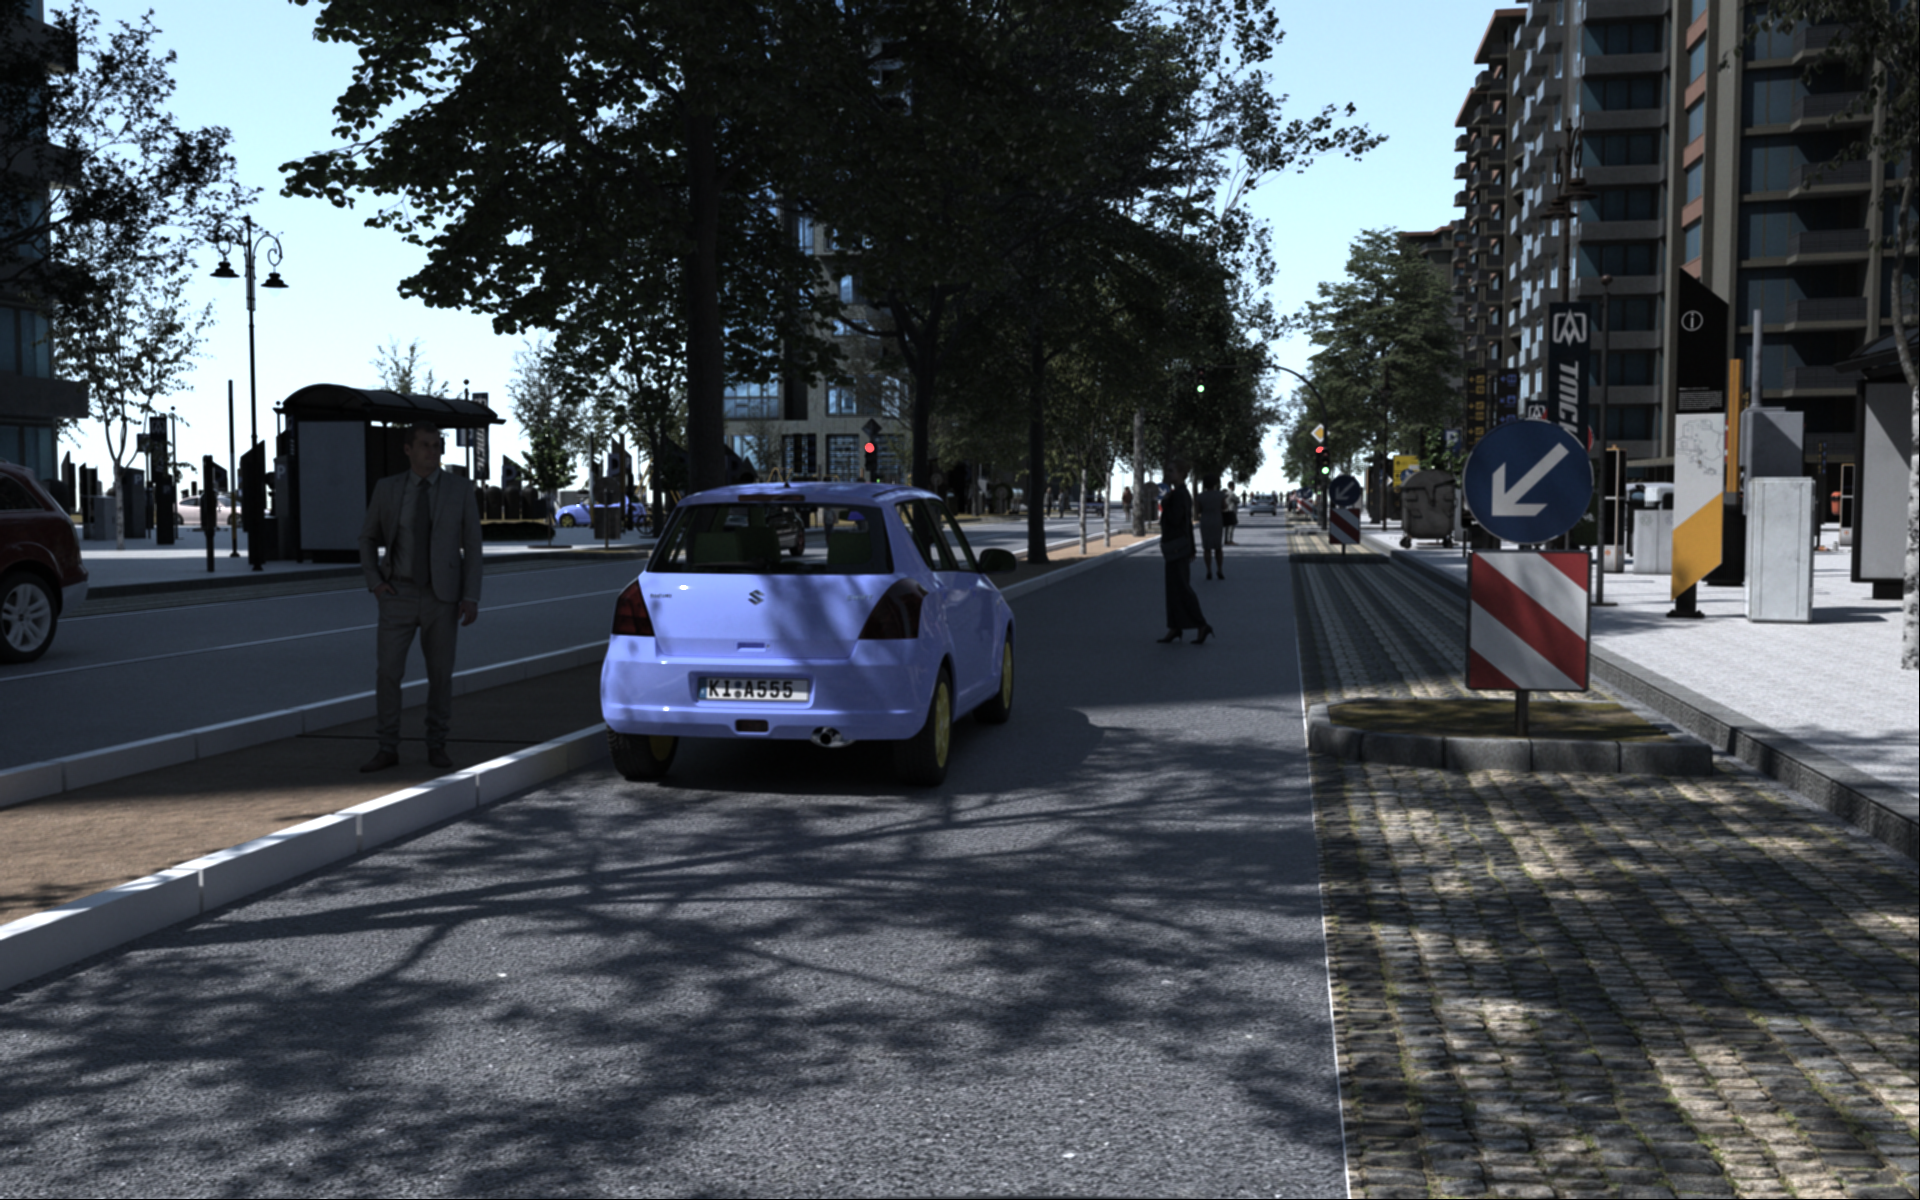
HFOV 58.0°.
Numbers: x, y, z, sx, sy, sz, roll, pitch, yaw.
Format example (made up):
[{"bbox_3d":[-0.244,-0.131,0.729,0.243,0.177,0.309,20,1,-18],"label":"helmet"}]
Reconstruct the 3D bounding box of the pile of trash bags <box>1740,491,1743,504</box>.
[{"bbox_3d":[21.648,-2.489,50.444,3.447,1.369,1.912,-2,4,-25],"label":"pile of trash bags"}]

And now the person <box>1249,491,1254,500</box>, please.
[{"bbox_3d":[38.899,-13.587,230.587,1.348,1.831,0.705,-3,4,-37],"label":"person"}]

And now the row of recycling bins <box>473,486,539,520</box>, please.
[{"bbox_3d":[-22.937,-4.886,86.994,3.534,1.692,1.069,-2,4,-26],"label":"row of recycling bins"}]

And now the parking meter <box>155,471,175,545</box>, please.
[{"bbox_3d":[-20.242,-2.348,44.108,0.255,1.863,0.399,3,4,37],"label":"parking meter"}]

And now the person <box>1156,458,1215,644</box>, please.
[{"bbox_3d":[2.152,-0.474,16.677,0.534,1.772,0.576,0,4,-7],"label":"person"}]

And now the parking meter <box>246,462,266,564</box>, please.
[{"bbox_3d":[-12.898,-1.592,31.733,0.255,1.863,0.399,-1,4,-14],"label":"parking meter"}]

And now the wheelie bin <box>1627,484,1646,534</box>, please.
[{"bbox_3d":[21.874,-2.927,55.764,0.693,1.594,0.980,0,4,1],"label":"wheelie bin"}]

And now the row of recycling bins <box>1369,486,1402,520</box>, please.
[{"bbox_3d":[22.546,-5.177,91.758,1.069,1.692,3.534,0,4,-1],"label":"row of recycling bins"}]

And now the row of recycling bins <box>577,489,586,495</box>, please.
[{"bbox_3d":[-33.137,-8.865,152.058,1.069,1.692,3.534,-1,4,-19],"label":"row of recycling bins"}]

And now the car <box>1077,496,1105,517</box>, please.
[{"bbox_3d":[8.452,-5.937,109.651,1.945,1.354,3.894,1,4,9],"label":"car"}]

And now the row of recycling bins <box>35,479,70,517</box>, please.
[{"bbox_3d":[-24.534,-2.335,45.295,1.069,1.692,3.534,0,4,2],"label":"row of recycling bins"}]

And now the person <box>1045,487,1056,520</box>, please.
[{"bbox_3d":[5.067,-5.410,97.130,0.709,1.800,0.728,-1,4,-14],"label":"person"}]

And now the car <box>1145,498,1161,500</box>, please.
[{"bbox_3d":[10.333,-5.161,93.178,1.959,1.807,4.718,1,4,11],"label":"car"}]

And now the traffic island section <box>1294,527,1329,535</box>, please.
[{"bbox_3d":[12.835,-2.366,60.963,2.009,0.180,2.903,1,4,11],"label":"traffic island section"}]

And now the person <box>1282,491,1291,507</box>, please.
[{"bbox_3d":[32.211,-9.848,170.233,1.217,1.735,0.721,0,4,1],"label":"person"}]

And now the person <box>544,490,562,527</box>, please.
[{"bbox_3d":[-16.096,-3.637,68.639,0.598,1.740,0.731,3,5,43],"label":"person"}]

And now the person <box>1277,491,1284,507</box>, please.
[{"bbox_3d":[36.330,-11.407,195.726,1.217,1.735,0.721,-1,4,-13],"label":"person"}]

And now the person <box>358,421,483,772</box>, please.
[{"bbox_3d":[-2.825,-0.029,9.066,0.635,1.810,0.391,-1,4,-19],"label":"person"}]

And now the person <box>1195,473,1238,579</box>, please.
[{"bbox_3d":[4.317,-1.240,29.136,0.716,1.782,0.532,0,4,8],"label":"person"}]

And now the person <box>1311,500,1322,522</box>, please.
[{"bbox_3d":[18.458,-4.594,89.114,0.738,1.151,1.012,2,4,24],"label":"person"}]

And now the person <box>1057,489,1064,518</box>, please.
[{"bbox_3d":[6.070,-5.872,105.077,0.524,1.755,0.480,2,4,26],"label":"person"}]

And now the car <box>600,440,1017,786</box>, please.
[{"bbox_3d":[-0.688,-0.019,9.907,1.945,1.707,3.694,1,4,9],"label":"car"}]

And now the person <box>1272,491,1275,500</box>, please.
[{"bbox_3d":[30.728,-9.893,170.776,0.750,1.759,0.617,1,4,17],"label":"person"}]

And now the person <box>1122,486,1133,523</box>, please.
[{"bbox_3d":[8.441,-4.824,87.352,0.573,1.828,0.580,0,4,4],"label":"person"}]

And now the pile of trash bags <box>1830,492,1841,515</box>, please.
[{"bbox_3d":[50.777,-5.553,100.547,1.912,1.369,3.447,-2,4,-26],"label":"pile of trash bags"}]

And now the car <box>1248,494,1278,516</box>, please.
[{"bbox_3d":[20.198,-6.325,115.421,2.014,1.417,4.499,1,4,10],"label":"car"}]

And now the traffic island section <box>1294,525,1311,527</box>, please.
[{"bbox_3d":[14.298,-2.846,68.813,2.009,0.180,2.903,1,4,11],"label":"traffic island section"}]

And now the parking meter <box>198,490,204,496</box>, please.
[{"bbox_3d":[-44.688,-5.732,102.123,0.372,1.533,0.369,0,3,0],"label":"parking meter"}]

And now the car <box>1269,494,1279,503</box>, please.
[{"bbox_3d":[47.920,-15.539,265.867,2.131,1.459,4.920,1,4,9],"label":"car"}]

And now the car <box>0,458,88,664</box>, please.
[{"bbox_3d":[-9.177,-0.288,13.388,2.281,1.827,5.304,1,4,11],"label":"car"}]

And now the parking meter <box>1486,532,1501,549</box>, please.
[{"bbox_3d":[11.333,-1.905,36.866,0.399,1.863,0.255,2,4,32],"label":"parking meter"}]

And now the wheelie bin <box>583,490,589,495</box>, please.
[{"bbox_3d":[-31.167,-8.393,145.134,0.980,1.594,0.693,-2,4,-23],"label":"wheelie bin"}]

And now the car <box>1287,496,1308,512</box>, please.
[{"bbox_3d":[27.552,-7.842,140.792,1.945,1.354,3.894,1,4,11],"label":"car"}]

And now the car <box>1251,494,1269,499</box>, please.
[{"bbox_3d":[28.679,-9.316,164.112,2.131,1.459,4.920,1,4,9],"label":"car"}]

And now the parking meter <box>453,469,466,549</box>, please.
[{"bbox_3d":[-11.723,-2.134,40.597,0.399,1.863,0.255,1,4,23],"label":"parking meter"}]

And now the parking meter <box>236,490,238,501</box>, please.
[{"bbox_3d":[-40.179,-5.393,96.592,0.372,1.533,0.369,0,3,0],"label":"parking meter"}]

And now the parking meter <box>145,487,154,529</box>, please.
[{"bbox_3d":[-29.781,-3.371,63.532,0.372,1.533,0.369,0,3,0],"label":"parking meter"}]

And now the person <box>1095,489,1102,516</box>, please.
[{"bbox_3d":[9.192,-6.474,114.898,0.519,1.759,0.362,-3,5,-42],"label":"person"}]

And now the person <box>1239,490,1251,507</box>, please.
[{"bbox_3d":[30.459,-10.844,185.424,1.348,1.869,0.705,-1,4,-8],"label":"person"}]

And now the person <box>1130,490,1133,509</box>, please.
[{"bbox_3d":[15.780,-9.314,160.654,0.709,1.838,0.599,0,4,-1],"label":"person"}]

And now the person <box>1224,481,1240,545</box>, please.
[{"bbox_3d":[7.717,-2.462,48.932,0.466,1.800,0.511,-2,4,-29],"label":"person"}]

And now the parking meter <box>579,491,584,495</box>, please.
[{"bbox_3d":[-27.724,-7.246,126.876,0.372,1.533,0.369,0,3,0],"label":"parking meter"}]

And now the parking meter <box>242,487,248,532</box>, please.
[{"bbox_3d":[-24.152,-3.080,58.770,0.372,1.533,0.369,0,3,0],"label":"parking meter"}]

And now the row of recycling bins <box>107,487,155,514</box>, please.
[{"bbox_3d":[-50.187,-5.972,104.757,1.069,1.692,3.534,1,4,13],"label":"row of recycling bins"}]

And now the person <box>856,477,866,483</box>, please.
[{"bbox_3d":[-2.122,-1.692,36.509,0.624,1.780,0.694,1,4,11],"label":"person"}]

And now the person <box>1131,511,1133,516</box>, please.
[{"bbox_3d":[11.876,-6.520,115.326,0.699,1.804,1.509,3,4,39],"label":"person"}]

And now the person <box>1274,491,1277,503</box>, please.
[{"bbox_3d":[40.976,-13.277,225.442,0.709,1.838,0.599,-3,5,-40],"label":"person"}]

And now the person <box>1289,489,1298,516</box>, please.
[{"bbox_3d":[22.217,-6.490,115.203,0.643,1.750,0.593,-3,5,-43],"label":"person"}]

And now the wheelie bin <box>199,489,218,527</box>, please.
[{"bbox_3d":[-29.148,-3.627,67.205,0.693,1.594,0.980,-2,4,-26],"label":"wheelie bin"}]

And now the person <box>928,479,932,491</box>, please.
[{"bbox_3d":[-0.680,-1.552,34.621,0.466,1.731,0.760,-3,5,-45],"label":"person"}]

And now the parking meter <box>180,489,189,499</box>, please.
[{"bbox_3d":[-37.351,-4.590,83.454,0.372,1.533,0.369,0,3,0],"label":"parking meter"}]

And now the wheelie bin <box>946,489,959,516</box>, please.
[{"bbox_3d":[-0.467,-5.687,100.890,0.693,1.594,0.980,-1,4,-11],"label":"wheelie bin"}]

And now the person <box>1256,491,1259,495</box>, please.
[{"bbox_3d":[30.560,-10.288,177.433,1.217,1.743,0.721,-1,4,-15],"label":"person"}]
